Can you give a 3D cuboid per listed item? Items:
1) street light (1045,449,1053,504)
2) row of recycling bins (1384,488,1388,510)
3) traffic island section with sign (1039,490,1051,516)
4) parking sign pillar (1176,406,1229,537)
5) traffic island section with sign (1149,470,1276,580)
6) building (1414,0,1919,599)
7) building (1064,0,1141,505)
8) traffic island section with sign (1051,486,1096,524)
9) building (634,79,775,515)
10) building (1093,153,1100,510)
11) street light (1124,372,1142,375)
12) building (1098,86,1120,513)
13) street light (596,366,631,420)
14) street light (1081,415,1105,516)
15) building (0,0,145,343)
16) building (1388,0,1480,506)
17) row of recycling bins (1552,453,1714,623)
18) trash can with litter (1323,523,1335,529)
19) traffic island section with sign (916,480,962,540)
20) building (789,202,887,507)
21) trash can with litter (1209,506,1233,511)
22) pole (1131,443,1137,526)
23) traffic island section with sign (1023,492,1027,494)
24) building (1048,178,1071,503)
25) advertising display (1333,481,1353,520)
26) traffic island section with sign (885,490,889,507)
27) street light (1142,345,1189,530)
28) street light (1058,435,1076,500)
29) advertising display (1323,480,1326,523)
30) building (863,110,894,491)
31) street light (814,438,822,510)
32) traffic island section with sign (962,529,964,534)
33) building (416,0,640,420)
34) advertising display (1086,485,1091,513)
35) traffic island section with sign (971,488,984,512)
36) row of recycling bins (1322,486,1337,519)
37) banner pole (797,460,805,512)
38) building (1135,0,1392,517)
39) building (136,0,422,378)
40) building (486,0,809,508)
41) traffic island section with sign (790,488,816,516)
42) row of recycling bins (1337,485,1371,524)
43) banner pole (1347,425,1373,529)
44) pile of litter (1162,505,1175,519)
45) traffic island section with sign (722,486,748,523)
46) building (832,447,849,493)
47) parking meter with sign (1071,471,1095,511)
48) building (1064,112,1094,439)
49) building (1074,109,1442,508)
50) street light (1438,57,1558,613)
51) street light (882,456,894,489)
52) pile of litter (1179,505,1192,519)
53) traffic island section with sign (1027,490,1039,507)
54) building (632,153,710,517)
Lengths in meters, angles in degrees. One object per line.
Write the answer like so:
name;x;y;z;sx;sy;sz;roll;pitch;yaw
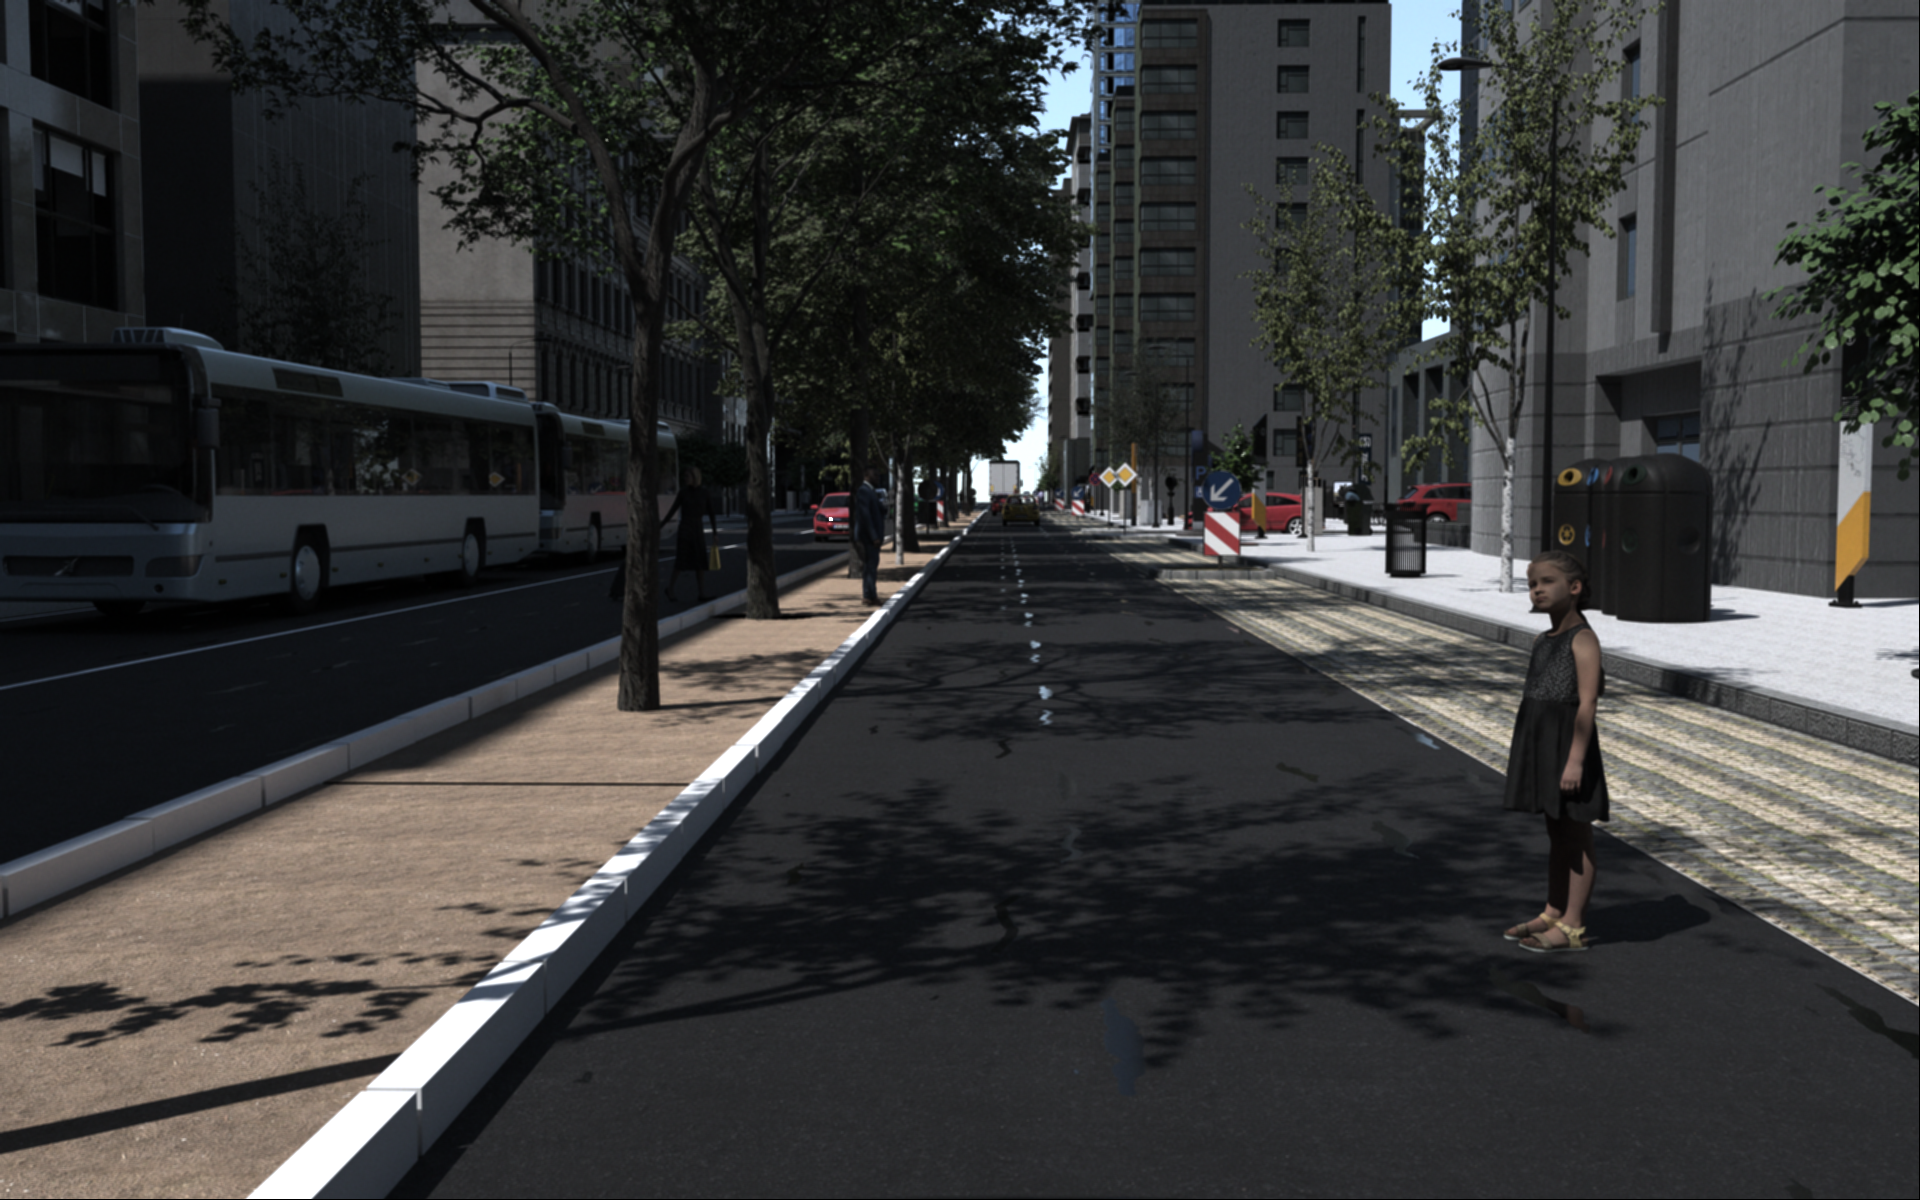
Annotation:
street light;9.600;-12.535;177.491;1.470;5.913;1.316;0;4;1
row of recycling bins;30.179;-7.051;122.392;1.069;1.692;3.534;1;4;10
traffic island section with sign;6.250;-6.289;111.445;1.989;1.847;2.006;0;4;1
parking sign pillar;7.299;-3.925;52.654;1.447;3.967;1.447;0;4;6
traffic island section with sign;4.275;-1.288;29.682;1.989;1.847;2.006;0;4;1
building;21.475;-30.044;33.218;21.231;58.520;28.212;0;4;1
building;23.473;-53.896;193.865;22.319;86.520;31.000;0;4;1
traffic island section with sign;5.607;-4.640;84.498;1.989;1.847;2.006;0;4;1
building;-19.632;-19.483;115.809;12.463;27.353;25.104;0;4;1
building;18.418;-23.090;149.224;14.160;30.474;14.107;0;4;1
street light;6.954;-5.721;66.071;1.470;5.913;1.316;0;4;1
building;17.809;-21.665;125.921;14.160;30.474;14.107;0;4;1
street light;-12.624;-5.530;62.957;1.470;5.913;1.316;0;4;1
street light;7.822;-7.905;101.791;1.470;5.913;1.316;0;4;1
building;-25.669;-12.936;16.015;19.350;26.468;34.151;0;4;1
building;35.024;-46.502;72.979;31.000;86.520;22.319;0;4;1
row of recycling bins;7.294;-0.719;18.861;1.069;1.692;3.534;0;4;6
trash can with litter;12.508;-3.203;63.429;2.233;1.210;1.678;2;4;23
traffic island section with sign;-1.056;-2.852;54.762;2.006;1.907;1.989;0;4;1
building;-21.669;-35.650;237.495;22.147;44.769;28.867;0;4;1
trash can with litter;7.252;-2.261;48.352;0.624;1.170;1.055;0;4;-4
pole;6.979;-4.624;69.449;0.158;3.312;0.155;0;3;0
traffic island section with sign;8.134;-11.052;189.330;1.989;1.847;2.006;0;4;1
building;24.202;-38.946;260.468;21.300;48.544;21.600;0;4;1
advertising display;19.000;-4.936;85.921;0.974;1.923;0.123;1;4;22
traffic island section with sign;-8.080;-11.077;189.737;1.989;1.847;2.006;0;4;1
street light;6.566;-4.995;54.212;1.470;5.913;1.316;0;4;1
street light;8.723;-10.341;141.621;1.470;5.913;1.316;0;4;1
advertising display;16.293;-4.419;77.463;0.123;1.923;0.974;1;4;12
building;-21.091;-58.313;266.093;22.319;86.520;31.000;0;4;1
street light;-10.737;-10.209;139.458;1.470;5.913;1.316;0;4;1
traffic island section with sign;-0.868;-3.305;62.167;2.006;1.907;1.989;0;4;1
building;-20.204;-13.700;73.145;9.793;20.994;18.267;0;4;1
advertising display;8.700;-6.865;117.449;0.123;1.923;0.974;-1;4;-11
traffic island section with sign;0.938;-7.899;137.283;2.006;1.907;1.989;0;4;1
row of recycling bins;19.784;-5.216;92.388;1.069;1.692;3.534;0;4;-1
banner pole;-11.651;-8.396;127.295;0.401;3.779;0.863;3;4;37
building;17.303;-20.316;103.861;14.160;30.474;14.107;0;4;1
building;-31.163;-13.899;46.318;30.058;24.678;14.314;0;4;1
building;-27.805;-34.385;151.439;28.713;52.752;27.495;0;4;1
traffic island section with sign;-9.957;-6.347;112.403;1.989;1.847;2.006;0;4;1
row of recycling bins;17.004;-4.114;74.382;1.069;1.692;3.534;0;4;8
banner pole;14.556;-4.464;63.001;0.863;3.779;0.401;1;4;20
pile of litter;10.474;-4.598;89.142;1.176;0.858;1.719;1;4;9
traffic island section with sign;-10.603;-4.699;85.456;1.989;1.847;2.006;0;4;1
building;-18.947;-26.327;202.144;14.160;30.474;14.107;0;4;1
parking meter with sign;9.320;-8.263;131.364;1.738;3.016;0.543;0;4;1
building;28.999;-39.540;235.715;28.713;52.752;27.495;0;4;1
building;27.495;-29.104;167.729;32.217;40.220;23.993;0;4;1
street light;5.792;-2.817;18.593;1.470;5.913;1.316;0;4;1
street light;-8.943;-14.622;211.618;1.470;5.913;1.316;0;4;1
pile of litter;12.073;-4.680;90.483;1.176;0.858;1.719;0;4;-7
traffic island section with sign;7.455;-9.352;161.529;1.989;1.847;2.006;0;4;1
building;-20.469;-15.702;92.883;11.583;22.565;21.152;0;4;1
